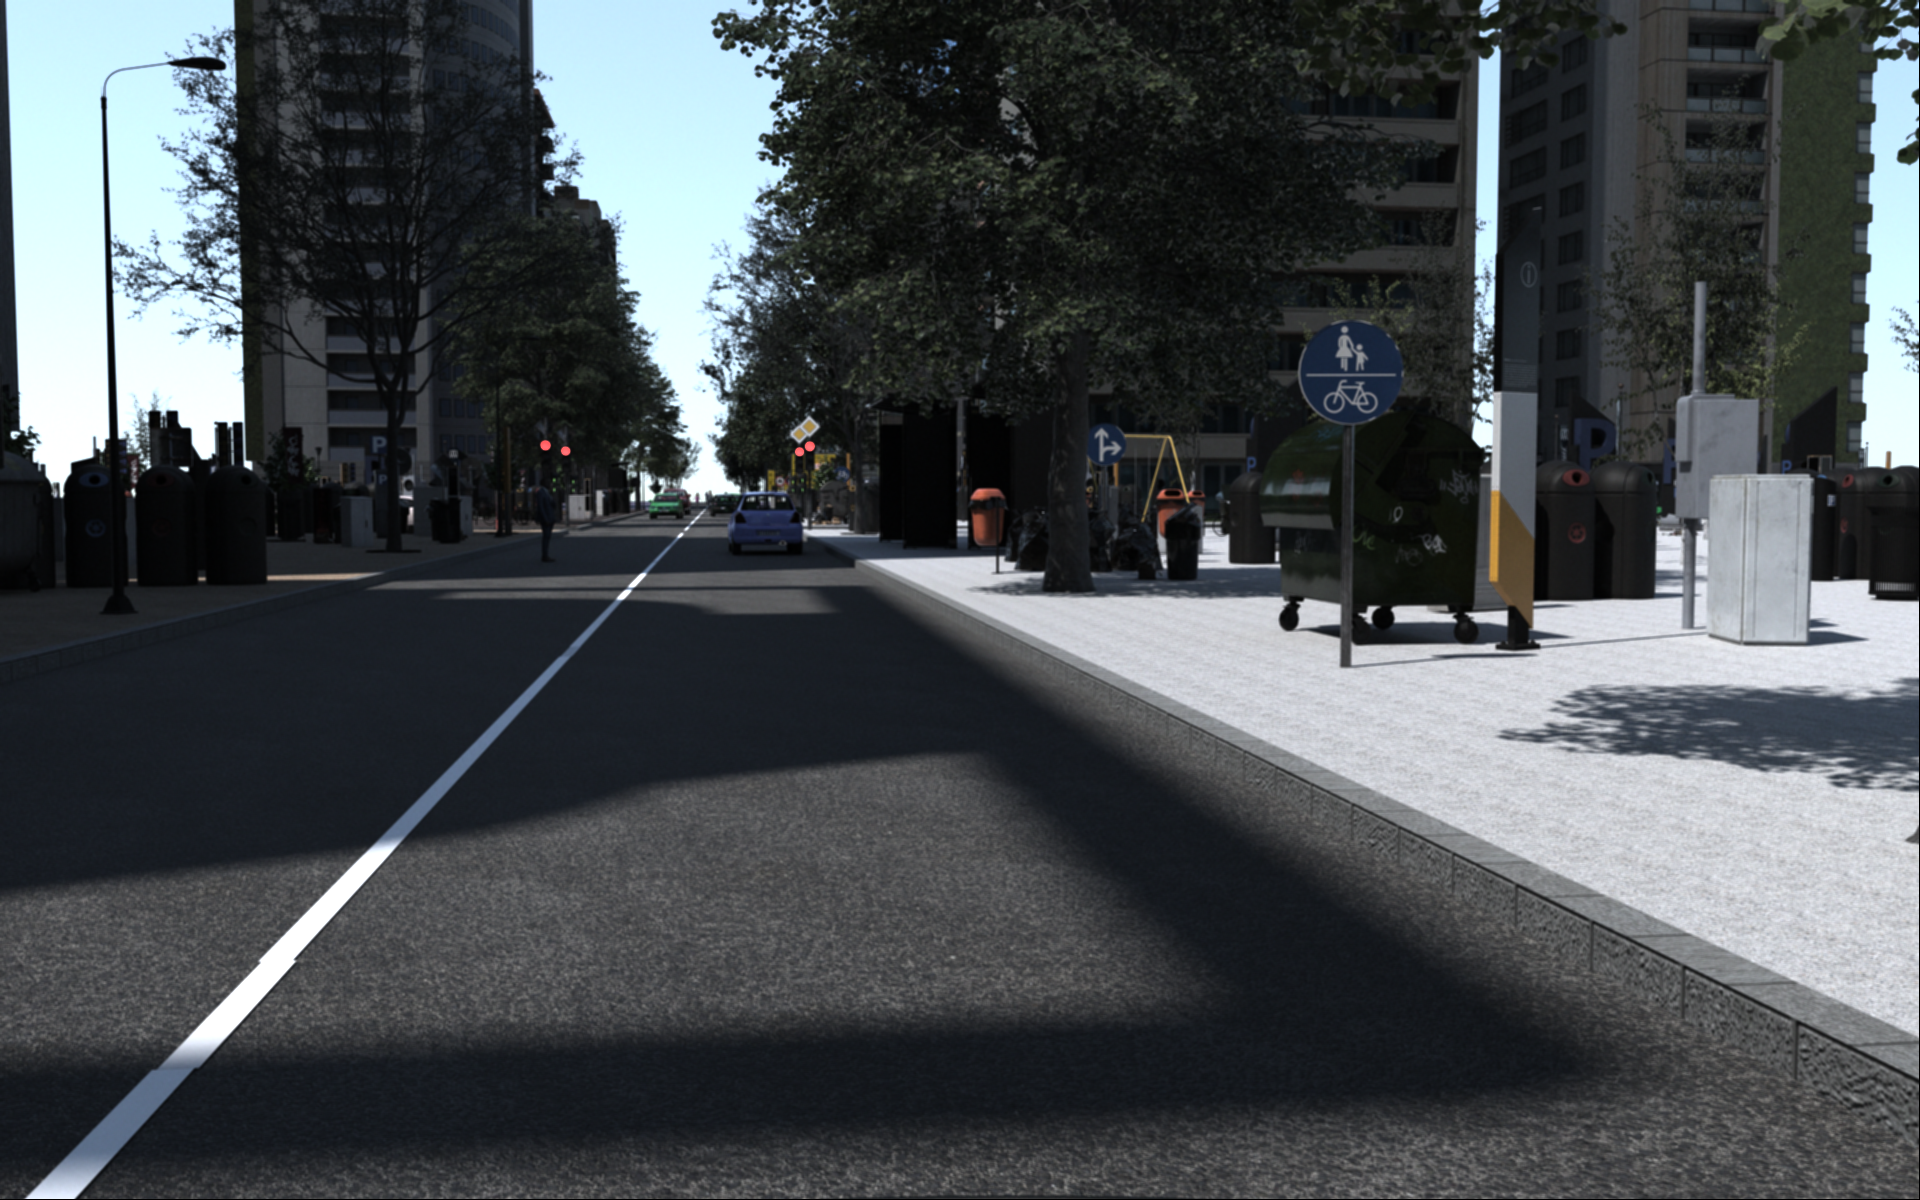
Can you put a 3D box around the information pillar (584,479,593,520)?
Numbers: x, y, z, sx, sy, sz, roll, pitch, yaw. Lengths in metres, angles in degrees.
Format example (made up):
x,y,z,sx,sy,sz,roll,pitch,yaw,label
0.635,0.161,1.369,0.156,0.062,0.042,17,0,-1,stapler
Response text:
x,y,z,sx,sy,sz,roll,pitch,yaw,label
-18.173,-4.913,84.824,0.304,2.012,0.304,1,4,15,information pillar

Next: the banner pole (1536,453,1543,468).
x,y,z,sx,sy,sz,roll,pitch,yaw,label
31.291,-6.312,93.219,0.863,3.779,0.401,-1,4,-23,banner pole

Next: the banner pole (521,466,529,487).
x,y,z,sx,sy,sz,roll,pitch,yaw,label
-32.599,-8.549,129.793,0.863,3.779,0.401,-2,4,-34,banner pole

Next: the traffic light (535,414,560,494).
x,y,z,sx,sy,sz,roll,pitch,yaw,label
-14.478,-4.394,60.755,0.839,4.253,0.868,0,4,-8,traffic light

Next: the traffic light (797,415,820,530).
x,y,z,sx,sy,sz,roll,pitch,yaw,label
-5.406,-4.471,62.025,0.839,4.253,0.868,0,4,-8,traffic light

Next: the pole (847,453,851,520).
x,y,z,sx,sy,sz,roll,pitch,yaw,label
-5.555,-5.668,86.515,0.158,3.312,0.155,0,3,0,pole

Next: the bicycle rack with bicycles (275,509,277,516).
x,y,z,sx,sy,sz,roll,pitch,yaw,label
-39.512,-5.034,95.684,2.852,0.926,2.925,-2,4,-28,bicycle rack with bicycles

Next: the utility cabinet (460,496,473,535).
x,y,z,sx,sy,sz,roll,pitch,yaw,label
-15.575,-2.614,53.897,0.306,1.237,1.020,1,4,18,utility cabinet

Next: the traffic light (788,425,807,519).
x,y,z,sx,sy,sz,roll,pitch,yaw,label
-6.503,-4.955,69.935,0.839,4.253,0.868,0,4,-8,traffic light

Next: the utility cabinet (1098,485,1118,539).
x,y,z,sx,sy,sz,roll,pitch,yaw,label
3.677,-2.093,42.892,0.318,1.500,1.173,1,4,16,utility cabinet

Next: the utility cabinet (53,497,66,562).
x,y,z,sx,sy,sz,roll,pitch,yaw,label
-17.404,-1.347,33.188,1.020,1.237,0.306,2,4,27,utility cabinet

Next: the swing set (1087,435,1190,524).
x,y,z,sx,sy,sz,roll,pitch,yaw,label
4.487,-2.961,46.024,3.119,2.851,2.862,-2,4,-30,swing set

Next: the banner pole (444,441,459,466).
x,y,z,sx,sy,sz,roll,pitch,yaw,label
-24.011,-5.606,81.675,0.863,3.779,0.401,0,4,4,banner pole

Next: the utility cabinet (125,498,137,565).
x,y,z,sx,sy,sz,roll,pitch,yaw,label
-15.362,-1.229,31.248,1.020,1.237,0.306,-3,5,-42,utility cabinet

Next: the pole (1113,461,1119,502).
x,y,z,sx,sy,sz,roll,pitch,yaw,label
5.751,-4.283,63.877,0.158,3.312,0.155,0,3,0,pole

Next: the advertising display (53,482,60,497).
x,y,z,sx,sy,sz,roll,pitch,yaw,label
-49.620,-5.499,95.123,0.123,1.923,0.974,-3,5,-41,advertising display

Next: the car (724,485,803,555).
x,y,z,sx,sy,sz,roll,pitch,yaw,label
-4.775,-1.995,42.209,1.945,1.707,3.694,-1,4,-9,car

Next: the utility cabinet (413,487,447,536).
x,y,z,sx,sy,sz,roll,pitch,yaw,label
-16.020,-2.681,52.515,1.173,1.500,0.318,2,4,26,utility cabinet

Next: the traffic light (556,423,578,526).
x,y,z,sx,sy,sz,roll,pitch,yaw,label
-15.575,-4.877,68.665,0.839,4.253,0.868,0,4,-8,traffic light

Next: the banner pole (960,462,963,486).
x,y,z,sx,sy,sz,roll,pitch,yaw,label
0.407,-7.964,120.235,0.863,3.779,0.401,-1,4,-12,banner pole

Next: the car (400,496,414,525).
x,y,z,sx,sy,sz,roll,pitch,yaw,label
-20.817,-3.117,63.324,4.827,1.381,2.083,0,4,-8,car

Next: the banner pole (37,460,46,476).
x,y,z,sx,sy,sz,roll,pitch,yaw,label
-66.967,-8.334,126.277,0.401,3.779,0.863,1,4,22,banner pole

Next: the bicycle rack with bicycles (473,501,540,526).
x,y,z,sx,sy,sz,roll,pitch,yaw,label
-18.491,-3.554,71.497,2.852,0.926,2.925,3,5,43,bicycle rack with bicycles

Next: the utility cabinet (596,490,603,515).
x,y,z,sx,sy,sz,roll,pitch,yaw,label
-21.205,-5.758,102.826,0.318,1.500,1.173,-2,4,-34,utility cabinet

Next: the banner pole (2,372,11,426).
x,y,z,sx,sy,sz,roll,pitch,yaw,label
-19.294,-2.753,35.023,0.401,3.779,0.863,-3,5,-44,banner pole

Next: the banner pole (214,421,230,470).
x,y,z,sx,sy,sz,roll,pitch,yaw,label
-25.345,-4.248,59.477,0.863,3.779,0.401,2,4,25,banner pole

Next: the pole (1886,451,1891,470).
x,y,z,sx,sy,sz,roll,pitch,yaw,label
44.159,-5.419,82.447,0.158,3.312,0.155,0,3,0,pole

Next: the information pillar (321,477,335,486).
x,y,z,sx,sy,sz,roll,pitch,yaw,label
-27.482,-4.321,75.143,0.304,2.012,0.304,1,4,10,information pillar

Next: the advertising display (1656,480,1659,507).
x,y,z,sx,sy,sz,roll,pitch,yaw,label
31.905,-4.578,80.063,0.974,1.923,0.123,-2,4,-27,advertising display

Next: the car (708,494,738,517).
x,y,z,sx,sy,sz,roll,pitch,yaw,label
-15.073,-6.167,110.609,2.009,1.686,4.222,-1,4,-10,car

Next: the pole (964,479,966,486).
x,y,z,sx,sy,sz,roll,pitch,yaw,label
0.246,-6.318,97.136,0.158,3.312,0.155,0,3,0,pole

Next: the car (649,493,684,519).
x,y,z,sx,sy,sz,roll,pitch,yaw,label
-17.090,-5.631,100.855,1.959,1.807,4.718,0,4,-6,car

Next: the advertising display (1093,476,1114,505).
x,y,z,sx,sy,sz,roll,pitch,yaw,label
5.187,-3.502,62.464,0.974,1.923,0.123,-3,4,-36,advertising display

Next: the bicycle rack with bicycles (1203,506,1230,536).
x,y,z,sx,sy,sz,roll,pitch,yaw,label
8.799,-2.380,52.287,2.925,0.926,2.852,-1,4,-23,bicycle rack with bicycles

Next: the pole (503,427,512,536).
x,y,z,sx,sy,sz,roll,pitch,yaw,label
-13.770,-3.600,52.703,0.158,3.312,0.155,0,3,0,pole

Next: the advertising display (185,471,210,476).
x,y,z,sx,sy,sz,roll,pitch,yaw,label
-21.592,-2.678,49.001,0.974,1.923,0.123,2,4,24,advertising display

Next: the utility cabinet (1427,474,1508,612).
x,y,z,sx,sy,sz,roll,pitch,yaw,label
5.644,-0.628,18.953,1.173,1.500,0.318,-2,4,-34,utility cabinet

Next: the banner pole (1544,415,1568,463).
x,y,z,sx,sy,sz,roll,pitch,yaw,label
19.063,-3.973,54.979,0.863,3.779,0.401,-2,4,-31,banner pole

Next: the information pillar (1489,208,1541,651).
x,y,z,sx,sy,sz,roll,pitch,yaw,label
4.546,-1.395,14.163,0.504,3.616,0.183,-2,4,-35,information pillar

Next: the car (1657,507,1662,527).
x,y,z,sx,sy,sz,roll,pitch,yaw,label
26.590,-3.738,69.914,4.718,1.807,1.959,-1,4,-8,car

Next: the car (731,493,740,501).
x,y,z,sx,sy,sz,roll,pitch,yaw,label
-16.699,-7.202,126.548,1.959,1.807,4.718,0,4,-8,car

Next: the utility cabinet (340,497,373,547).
x,y,z,sx,sy,sz,roll,pitch,yaw,label
-14.688,-1.899,42.209,0.306,1.237,1.020,1,4,11,utility cabinet

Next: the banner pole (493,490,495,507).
x,y,z,sx,sy,sz,roll,pitch,yaw,label
-36.852,-8.985,136.914,0.401,3.779,0.863,-1,4,-17,banner pole

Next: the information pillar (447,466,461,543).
x,y,z,sx,sy,sz,roll,pitch,yaw,label
-13.357,-2.520,45.700,0.304,2.012,0.304,-1,4,-12,information pillar

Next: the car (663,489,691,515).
x,y,z,sx,sy,sz,roll,pitch,yaw,label
-20.017,-6.911,121.662,2.281,1.827,5.304,0,4,-6,car

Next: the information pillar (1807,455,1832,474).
x,y,z,sx,sy,sz,roll,pitch,yaw,label
16.336,-1.742,32.970,0.304,2.012,0.304,-1,4,-21,information pillar

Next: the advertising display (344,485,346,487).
x,y,z,sx,sy,sz,roll,pitch,yaw,label
-44.502,-7.308,124.703,0.974,1.923,0.123,2,4,31,advertising display

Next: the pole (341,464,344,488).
x,y,z,sx,sy,sz,roll,pitch,yaw,label
-41.711,-7.532,116.985,0.158,3.312,0.155,0,3,0,pole

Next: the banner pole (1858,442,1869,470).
x,y,z,sx,sy,sz,roll,pitch,yaw,label
43.286,-5.689,83.030,0.863,3.779,0.401,-2,4,-28,banner pole

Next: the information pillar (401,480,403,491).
x,y,z,sx,sy,sz,roll,pitch,yaw,label
-29.754,-5.408,92.908,0.304,2.012,0.304,-2,4,-34,information pillar

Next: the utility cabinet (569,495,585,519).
x,y,z,sx,sy,sz,roll,pitch,yaw,label
-19.567,-4.736,88.602,1.020,1.237,0.306,1,4,13,utility cabinet

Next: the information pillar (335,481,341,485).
x,y,z,sx,sy,sz,roll,pitch,yaw,label
-36.273,-5.902,100.994,0.304,2.012,0.304,3,4,38,information pillar

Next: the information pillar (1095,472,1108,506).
x,y,z,sx,sy,sz,roll,pitch,yaw,label
4.625,-3.188,56.616,0.304,2.012,0.304,-2,4,-25,information pillar

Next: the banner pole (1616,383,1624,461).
x,y,z,sx,sy,sz,roll,pitch,yaw,label
14.797,-2.993,38.945,0.401,3.779,0.863,2,4,28,banner pole
